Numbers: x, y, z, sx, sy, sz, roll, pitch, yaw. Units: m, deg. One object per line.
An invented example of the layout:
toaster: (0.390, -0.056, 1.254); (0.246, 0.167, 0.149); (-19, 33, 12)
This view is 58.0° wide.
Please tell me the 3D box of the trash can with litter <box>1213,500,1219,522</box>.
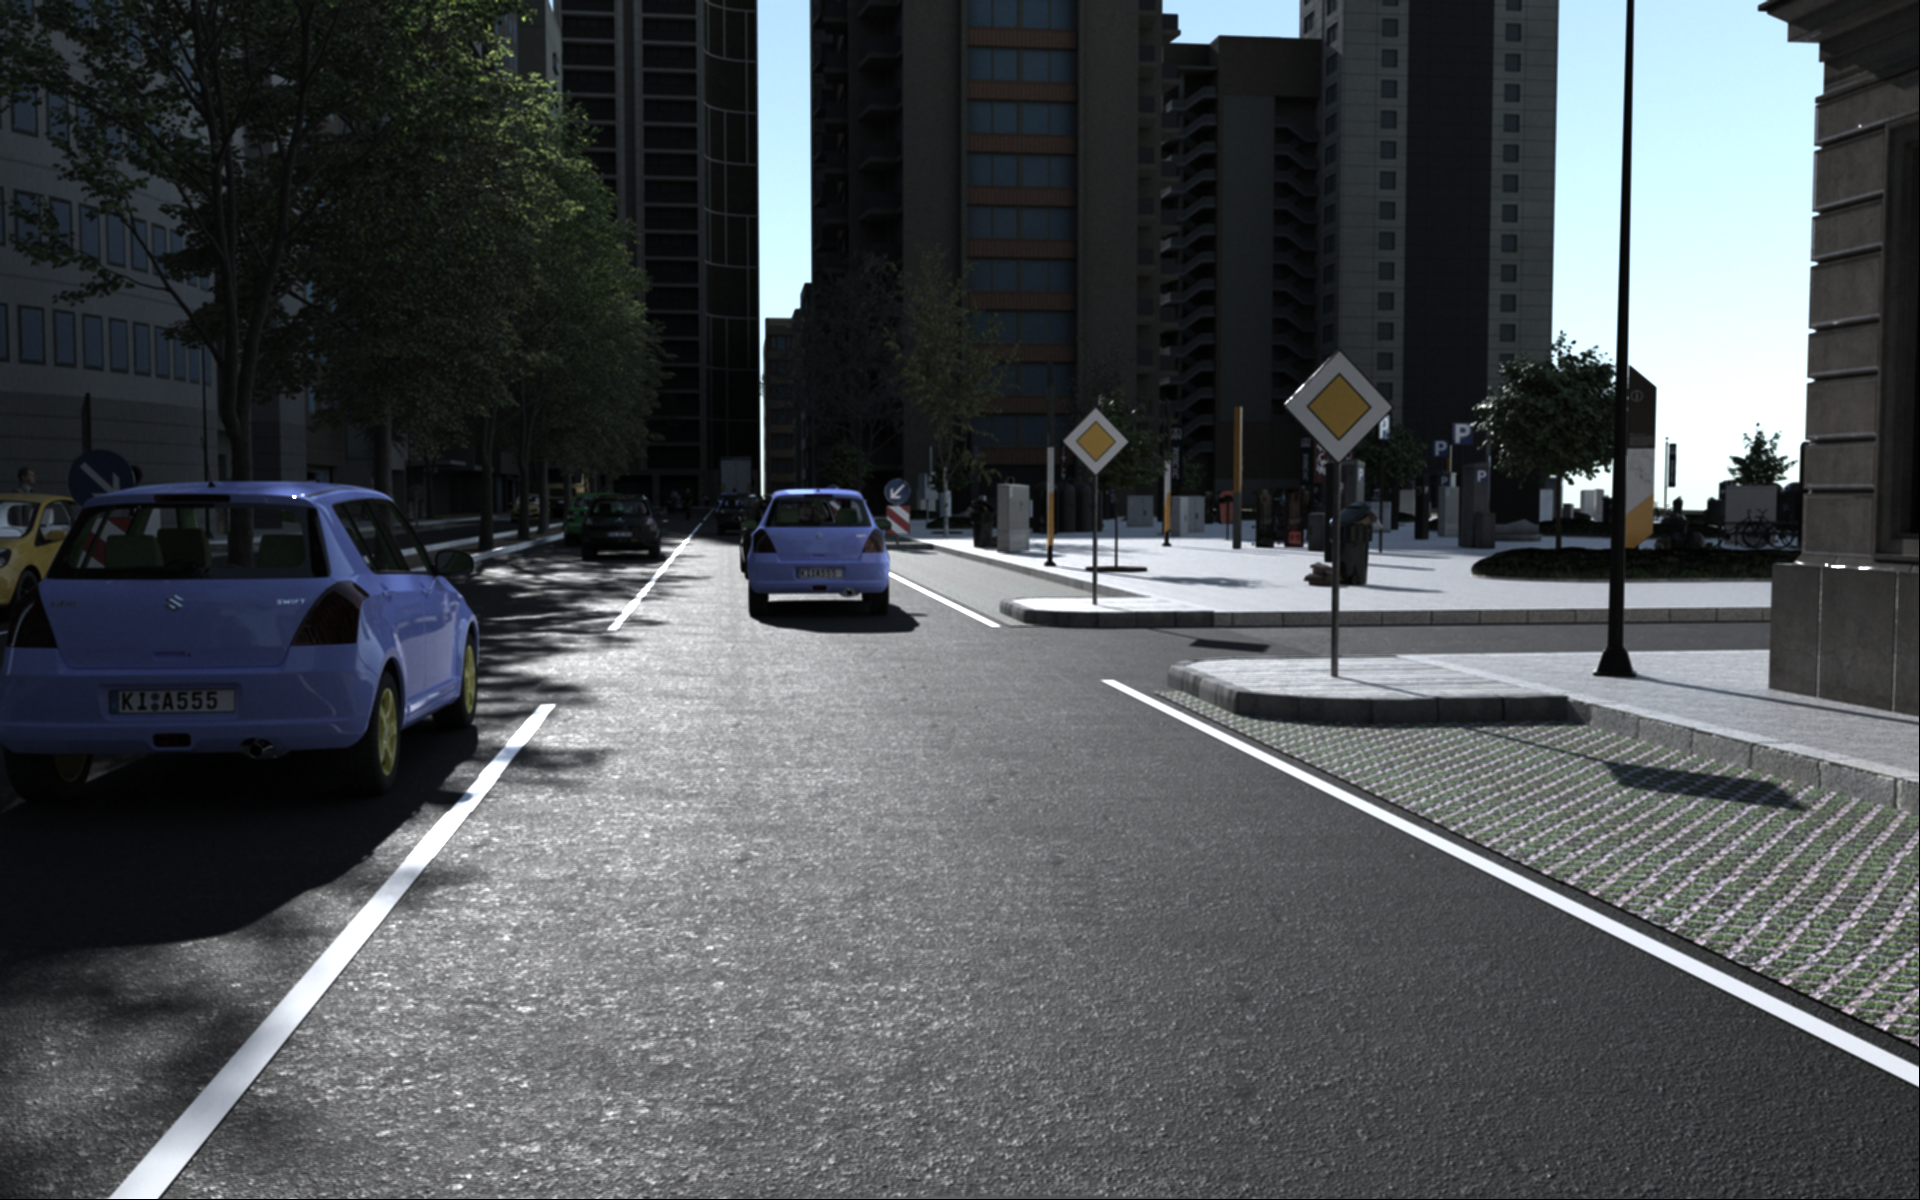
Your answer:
trash can with litter: (11.602, -4.096, 78.362); (1.055, 1.170, 0.624); (3, 5, 43)

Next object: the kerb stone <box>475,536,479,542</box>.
kerb stone: (-14.351, -1.766, 51.071); (0.120, 0.150, 1.000); (0, 4, -8)

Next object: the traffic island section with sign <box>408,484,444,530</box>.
traffic island section with sign: (-21.978, -3.752, 69.976); (1.989, 1.847, 2.006); (0, 4, -8)

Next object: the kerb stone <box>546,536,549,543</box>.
kerb stone: (-12.140, -1.723, 50.374); (0.120, 0.150, 1.000); (0, 4, -8)

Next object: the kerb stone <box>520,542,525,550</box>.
kerb stone: (-11.311, -1.351, 44.284); (0.120, 0.150, 1.000); (0, 4, -8)

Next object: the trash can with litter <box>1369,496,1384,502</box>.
trash can with litter: (13.870, -2.961, 59.466); (2.233, 1.210, 1.678); (0, 4, -4)

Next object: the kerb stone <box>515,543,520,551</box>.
kerb stone: (-11.185, -1.286, 43.270); (0.120, 0.150, 1.000); (0, 4, -8)

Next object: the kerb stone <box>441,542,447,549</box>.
kerb stone: (-13.533, -1.392, 44.984); (0.120, 0.150, 1.000); (0, 4, -8)

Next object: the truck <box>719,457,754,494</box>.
truck: (-17.539, -8.990, 135.901); (2.839, 4.237, 11.283); (0, 4, -7)

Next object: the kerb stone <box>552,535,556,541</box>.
kerb stone: (-12.411, -1.848, 52.406); (0.120, 0.150, 1.000); (0, 4, -8)

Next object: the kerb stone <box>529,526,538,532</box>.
kerb stone: (-16.552, -2.760, 67.325); (0.120, 0.150, 1.000); (0, 4, -8)

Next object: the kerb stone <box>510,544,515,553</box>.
kerb stone: (-11.046, -1.227, 42.255); (0.120, 0.150, 1.000); (0, 4, -8)

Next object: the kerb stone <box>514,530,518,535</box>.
kerb stone: (-15.585, -2.322, 60.212); (0.120, 0.150, 1.000); (0, 4, -8)

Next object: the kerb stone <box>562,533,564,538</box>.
kerb stone: (-12.828, -2.034, 55.445); (0.120, 0.150, 1.000); (0, 4, -8)

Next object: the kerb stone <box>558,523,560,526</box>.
kerb stone: (-17.653, -3.250, 75.468); (0.120, 0.150, 1.000); (0, 4, -8)

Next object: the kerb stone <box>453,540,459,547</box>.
kerb stone: (-13.801, -1.518, 47.010); (0.120, 0.150, 1.000); (0, 4, -8)

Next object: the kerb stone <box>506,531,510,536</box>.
kerb stone: (-15.314, -2.201, 58.174); (0.120, 0.150, 1.000); (0, 4, -8)

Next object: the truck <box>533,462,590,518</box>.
truck: (-24.090, -6.780, 106.770); (3.469, 3.379, 9.791); (0, 4, -7)

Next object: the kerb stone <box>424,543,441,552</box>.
kerb stone: (-13.394, -1.332, 43.970); (0.120, 0.150, 1.000); (0, 4, -8)

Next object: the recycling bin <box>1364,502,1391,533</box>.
recycling bin: (13.991, -2.783, 58.053); (0.722, 1.027, 0.722); (0, 4, -5)

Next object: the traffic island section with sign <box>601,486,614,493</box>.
traffic island section with sign: (-18.942, -5.180, 92.830); (2.006, 1.907, 1.989); (0, 4, -8)

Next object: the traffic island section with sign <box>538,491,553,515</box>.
traffic island section with sign: (-28.576, -6.735, 118.742); (1.989, 1.847, 2.006); (0, 4, -8)

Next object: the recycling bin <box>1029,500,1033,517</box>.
recycling bin: (2.986, -3.867, 75.784); (0.722, 1.027, 0.722); (2, 4, 35)

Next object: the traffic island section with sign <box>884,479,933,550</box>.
traffic island section with sign: (-1.805, -2.230, 45.096); (1.989, 1.847, 2.006); (0, 4, -8)

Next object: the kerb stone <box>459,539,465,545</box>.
kerb stone: (-13.945, -1.580, 48.027); (0.120, 0.150, 1.000); (0, 4, -8)

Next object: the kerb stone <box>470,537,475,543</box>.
kerb stone: (-14.212, -1.701, 50.059); (0.120, 0.150, 1.000); (0, 4, -8)

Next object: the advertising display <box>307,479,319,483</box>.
advertising display: (-28.224, -4.292, 75.394); (0.974, 1.923, 0.123); (2, 4, 34)

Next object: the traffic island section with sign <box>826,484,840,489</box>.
traffic island section with sign: (-5.411, -3.864, 71.809); (1.989, 1.847, 2.006); (0, 4, -8)

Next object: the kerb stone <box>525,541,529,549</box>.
kerb stone: (-11.455, -1.413, 45.296); (0.120, 0.150, 1.000); (0, 4, -8)

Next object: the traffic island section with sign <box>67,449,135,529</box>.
traffic island section with sign: (-8.865, -0.626, 18.368); (2.006, 1.907, 1.989); (0, 4, -8)

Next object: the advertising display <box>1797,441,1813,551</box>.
advertising display: (10.698, -0.997, 21.514); (0.974, 1.923, 0.123); (-3, 5, -39)

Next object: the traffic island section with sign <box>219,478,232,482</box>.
traffic island section with sign: (-18.374, -2.118, 43.261); (1.989, 1.847, 2.006); (0, 4, -8)

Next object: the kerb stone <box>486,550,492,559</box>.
kerb stone: (-10.497, -0.964, 38.194); (0.120, 0.150, 1.000); (0, 4, -8)

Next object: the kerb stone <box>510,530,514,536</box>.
kerb stone: (-15.454, -2.263, 59.198); (0.120, 0.150, 1.000); (0, 4, -8)

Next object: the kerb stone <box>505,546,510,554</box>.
kerb stone: (-10.909, -1.165, 41.242); (0.120, 0.150, 1.000); (0, 4, -8)

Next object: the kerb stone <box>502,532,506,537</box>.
kerb stone: (-15.181, -2.138, 57.153); (0.120, 0.150, 1.000); (0, 4, -8)

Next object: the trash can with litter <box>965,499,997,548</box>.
trash can with litter: (0.682, -1.853, 41.683); (0.624, 1.170, 1.055); (3, 5, 44)

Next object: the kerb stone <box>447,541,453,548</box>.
kerb stone: (-13.673, -1.452, 45.996); (0.120, 0.150, 1.000); (0, 4, -8)

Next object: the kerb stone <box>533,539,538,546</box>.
kerb stone: (-11.726, -1.533, 47.323); (0.120, 0.150, 1.000); (0, 4, -8)

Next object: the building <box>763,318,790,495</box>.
building: (-7.084, -21.272, 192.837); (28.899, 21.520, 27.650); (0, 4, -8)

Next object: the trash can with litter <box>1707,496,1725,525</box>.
trash can with litter: (23.770, -2.716, 55.458); (2.233, 1.210, 1.678); (1, 4, 17)

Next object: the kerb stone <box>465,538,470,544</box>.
kerb stone: (-14.081, -1.642, 49.040); (0.120, 0.150, 1.000); (0, 4, -8)

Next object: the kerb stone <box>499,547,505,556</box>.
kerb stone: (-10.763, -1.103, 40.223); (0.120, 0.150, 1.000); (0, 4, -8)

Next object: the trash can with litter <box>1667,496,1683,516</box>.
trash can with litter: (41.709, -5.497, 101.266); (1.055, 1.170, 0.624); (1, 4, 20)

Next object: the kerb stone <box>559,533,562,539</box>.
kerb stone: (-12.691, -1.972, 54.431); (0.120, 0.150, 1.000); (0, 4, -8)

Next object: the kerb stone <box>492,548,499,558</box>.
kerb stone: (-10.631, -1.041, 39.210); (0.120, 0.150, 1.000); (0, 4, -8)

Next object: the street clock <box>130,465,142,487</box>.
street clock: (-20.793, -2.380, 43.489); (0.471, 2.002, 0.358); (0, 4, -2)

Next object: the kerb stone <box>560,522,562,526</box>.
kerb stone: (-17.784, -3.321, 76.490); (0.120, 0.150, 1.000); (0, 4, -8)

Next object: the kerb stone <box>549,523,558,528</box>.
kerb stone: (-17.513, -3.196, 74.451); (0.120, 0.150, 1.000); (0, 4, -8)

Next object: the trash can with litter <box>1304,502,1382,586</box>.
trash can with litter: (5.390, -0.796, 24.402); (1.055, 1.170, 0.624); (-3, 4, -37)

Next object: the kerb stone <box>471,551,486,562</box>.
kerb stone: (-10.359, -0.911, 37.174); (0.120, 0.150, 1.000); (0, 4, -8)

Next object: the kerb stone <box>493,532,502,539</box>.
kerb stone: (-15.040, -2.076, 56.141); (0.120, 0.150, 1.000); (0, 4, -8)

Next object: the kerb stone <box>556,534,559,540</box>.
kerb stone: (-12.547, -1.910, 53.419); (0.120, 0.150, 1.000); (0, 4, -8)

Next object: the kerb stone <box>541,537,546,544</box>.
kerb stone: (-11.997, -1.661, 49.350); (0.120, 0.150, 1.000); (0, 4, -8)

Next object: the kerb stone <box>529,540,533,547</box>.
kerb stone: (-11.598, -1.475, 46.309); (0.120, 0.150, 1.000); (0, 4, -8)

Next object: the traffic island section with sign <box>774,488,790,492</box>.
traffic island section with sign: (-15.726, -8.532, 148.121); (1.989, 1.847, 2.006); (0, 4, -8)

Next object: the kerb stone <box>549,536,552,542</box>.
kerb stone: (-12.282, -1.786, 51.392); (0.120, 0.150, 1.000); (0, 4, -8)

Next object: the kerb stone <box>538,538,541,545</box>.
kerb stone: (-11.866, -1.597, 48.336); (0.120, 0.150, 1.000); (0, 4, -8)
